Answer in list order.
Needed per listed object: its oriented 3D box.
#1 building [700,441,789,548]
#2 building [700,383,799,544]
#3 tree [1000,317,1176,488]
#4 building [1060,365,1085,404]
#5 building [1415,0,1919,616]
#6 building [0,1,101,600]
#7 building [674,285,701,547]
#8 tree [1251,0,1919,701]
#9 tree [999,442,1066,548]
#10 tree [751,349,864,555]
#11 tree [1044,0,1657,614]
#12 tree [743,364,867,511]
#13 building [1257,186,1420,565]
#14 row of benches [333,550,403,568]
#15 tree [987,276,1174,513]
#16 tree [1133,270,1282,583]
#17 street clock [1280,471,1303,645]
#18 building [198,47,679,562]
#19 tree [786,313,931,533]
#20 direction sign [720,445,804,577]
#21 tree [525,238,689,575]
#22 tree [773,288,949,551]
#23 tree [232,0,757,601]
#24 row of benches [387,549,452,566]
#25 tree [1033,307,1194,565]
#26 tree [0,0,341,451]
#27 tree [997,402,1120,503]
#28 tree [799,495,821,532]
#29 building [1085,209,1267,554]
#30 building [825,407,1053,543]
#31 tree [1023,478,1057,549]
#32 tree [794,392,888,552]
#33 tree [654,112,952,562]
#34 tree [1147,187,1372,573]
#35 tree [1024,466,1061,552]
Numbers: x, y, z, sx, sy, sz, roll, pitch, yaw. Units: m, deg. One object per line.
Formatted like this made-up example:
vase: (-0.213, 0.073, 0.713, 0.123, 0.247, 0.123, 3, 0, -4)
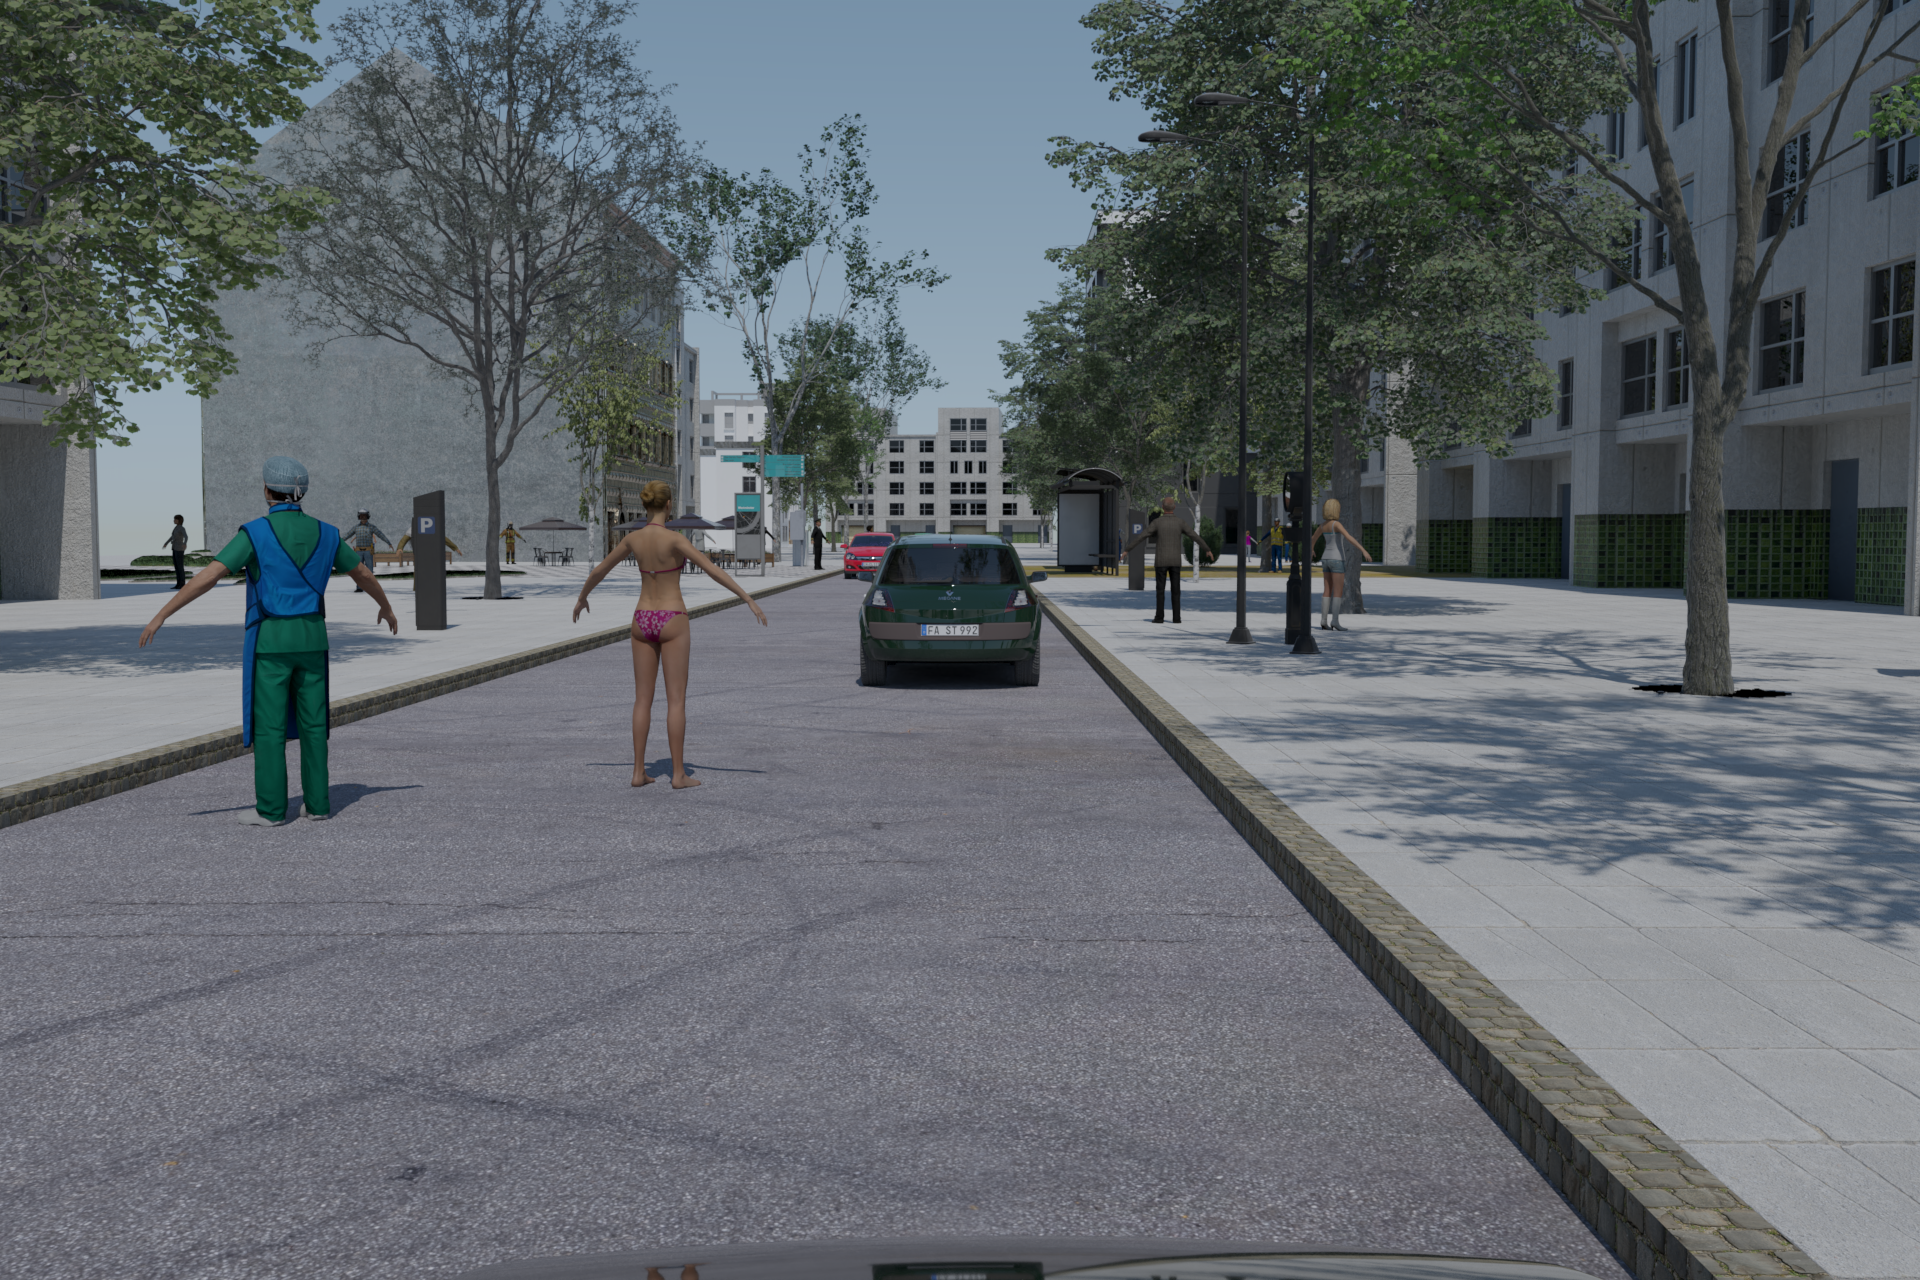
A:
building: (-21.312, -13.987, 170.840, 9.099, 9.664, 28.070, 0, 4, 1)
building: (-26.451, -22.074, 217.333, 16.016, 20.090, 11.380, 0, 4, 0)
tree: (7.267, -11.270, 94.636, 12.009, 13.543, 11.850, 0, 3, 0)
building: (26.126, -22.614, 213.716, 27.936, 21.610, 32.646, 0, 4, 0)
building: (23.477, -10.735, 41.972, 16.747, 18.905, 31.486, 0, 4, 1)
building: (-25.328, -9.257, 17.809, 16.747, 18.905, 31.486, 0, 4, 0)
building: (-28.311, -15.331, 117.118, 16.747, 18.905, 31.486, 0, 3, 0)
tree: (6.069, -5.379, 13.702, 9.928, 11.665, 9.643, 0, 3, 0)
tree: (7.621, -14.168, 157.404, 9.928, 11.665, 9.643, 0, 3, 0)
tree: (-9.195, -11.503, 106.195, 7.486, 12.596, 7.792, 0, 3, 0)
tree: (6.120, -7.404, 27.705, 9.857, 13.997, 8.962, 0, 3, 0)
tree: (-8.179, -9.716, 93.263, 7.601, 10.594, 8.767, -3, 5, -43)
building: (25.931, -13.457, 86.484, 16.747, 18.905, 31.486, 0, 4, 0)
row of benches: (-23.503, -3.143, 66.851, 4.104, 0.672, 1.422, -1, 4, -12)
tree: (6.444, -10.812, 83.438, 9.857, 13.997, 8.962, 0, 3, 0)
tree: (6.322, -5.818, 45.493, 4.737, 8.622, 4.395, 0, 3, 0)
street clock: (3.886, -0.949, 20.081, 0.358, 2.002, 0.471, 0, 3, 0)
building: (-25.284, -15.708, 87.756, 19.493, 23.208, 18.063, 0, 4, 1)
tree: (-9.374, -17.975, 149.776, 12.611, 20.169, 13.585, 0, 3, 0)
direction sign: (-5.922, -3.912, 52.722, 2.525, 3.948, 1.411, 0, 4, 2)
tree: (-9.239, -5.742, 44.245, 4.737, 8.622, 4.395, 0, 3, 0)
tree: (-7.635, -16.968, 133.308, 12.611, 20.169, 13.585, 0, 3, 0)
tree: (-9.026, -7.537, 33.598, 12.009, 13.543, 11.850, 0, 3, 0)
row of benches: (-22.086, -3.399, 71.039, 1.422, 0.672, 4.104, 1, 4, 13)
tree: (6.811, -8.406, 71.844, 8.767, 10.594, 7.601, 1, 4, 20)
tree: (-9.555, -5.915, 14.833, 7.486, 12.596, 7.792, 0, 3, 0)
tree: (6.341, -10.482, 105.787, 8.767, 10.594, 7.601, 0, 4, 6)
tree: (-21.411, -18.082, 245.997, 4.737, 8.622, 4.395, 0, 3, 0)
building: (22.833, -17.207, 125.303, 27.936, 21.610, 32.646, 0, 4, 1)
building: (-2.491, -23.220, 248.556, 31.486, 18.905, 16.747, 0, 4, 4)
tree: (7.263, -12.096, 148.128, 4.737, 8.622, 4.395, 0, 3, 0)
tree: (-8.907, -12.059, 122.918, 9.928, 11.665, 9.643, 0, 3, 0)
tree: (-7.147, -13.561, 77.617, 12.611, 20.169, 13.585, 0, 3, 0)
tree: (10.056, -8.536, 57.683, 7.486, 12.596, 7.792, 0, 3, 0)
tree: (6.508, -10.546, 122.784, 4.360, 8.622, 3.978, 0, 3, 0)
